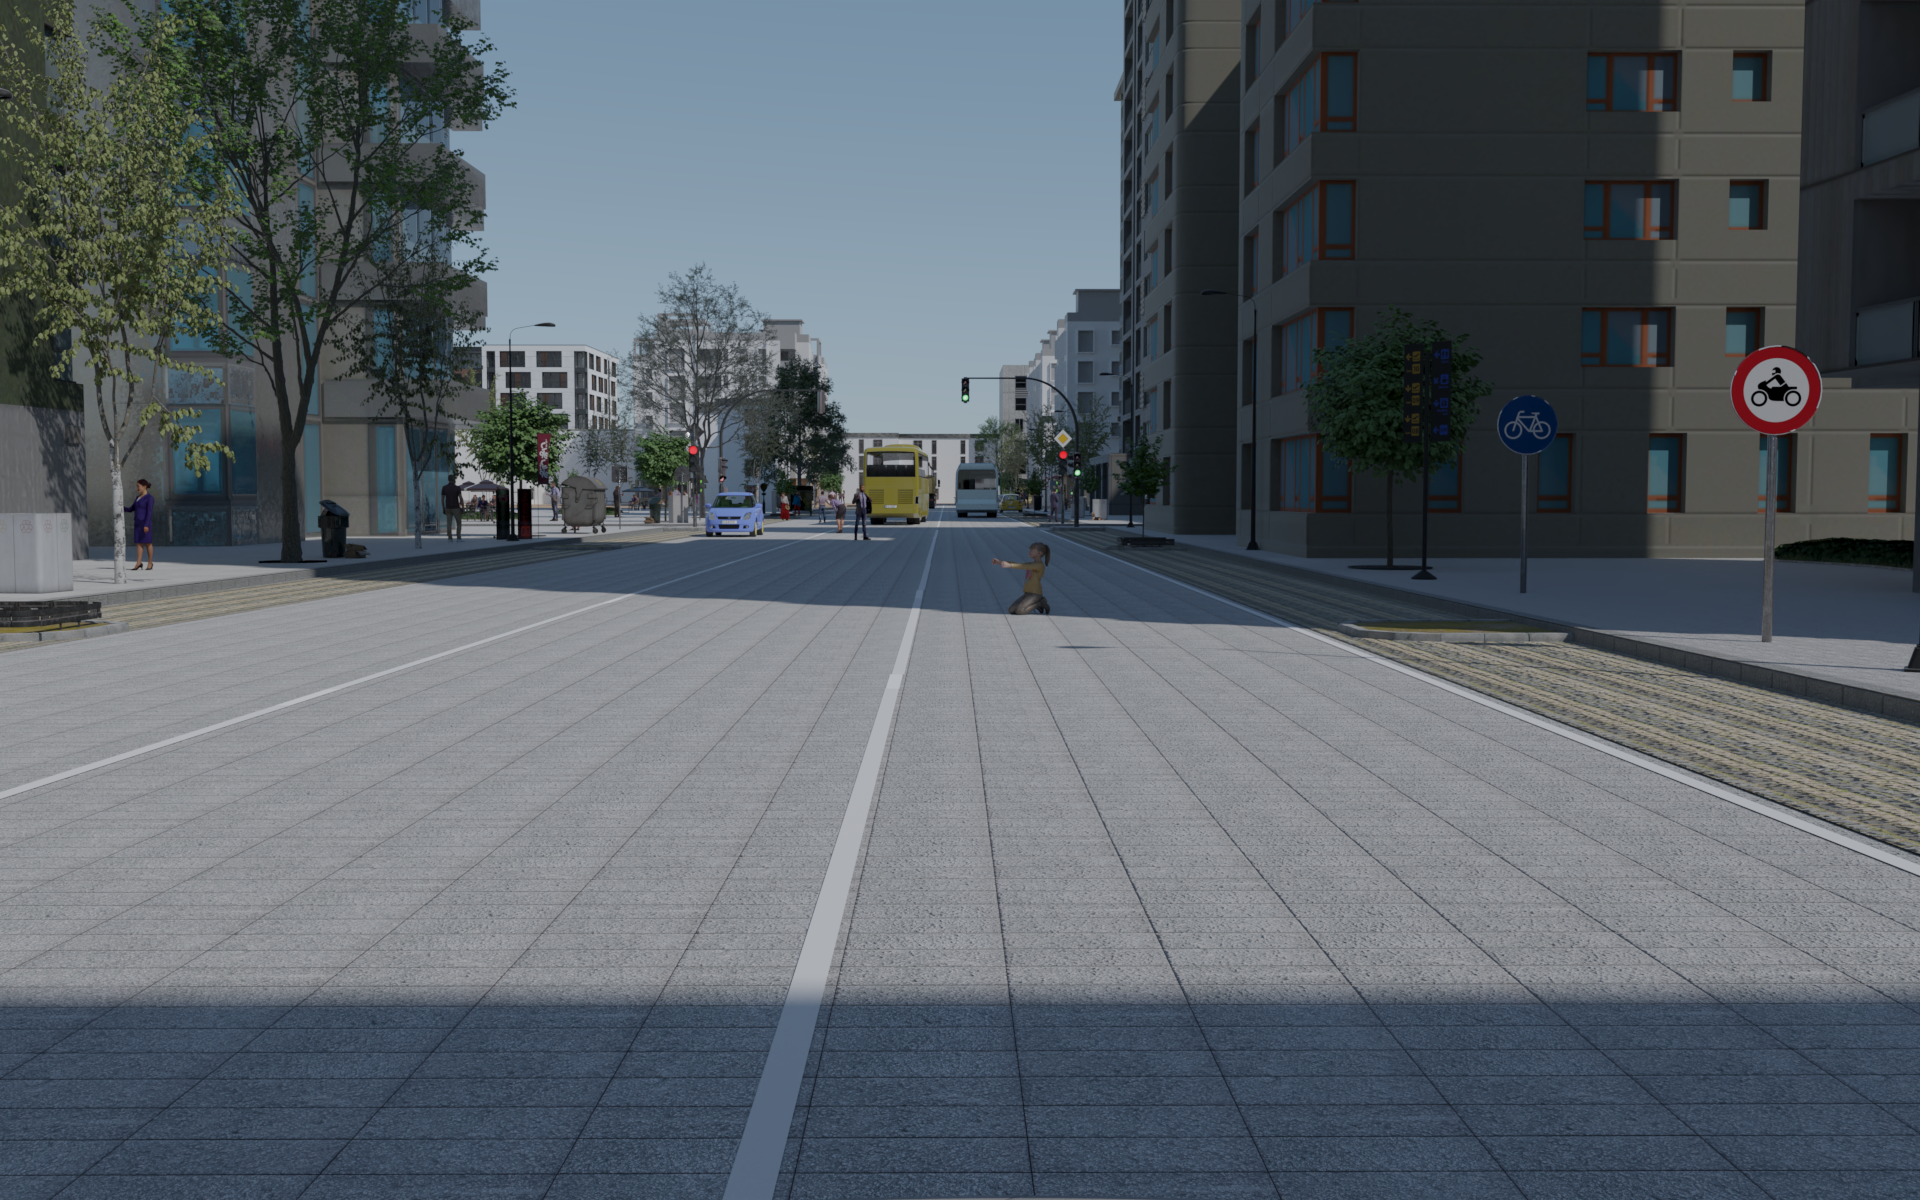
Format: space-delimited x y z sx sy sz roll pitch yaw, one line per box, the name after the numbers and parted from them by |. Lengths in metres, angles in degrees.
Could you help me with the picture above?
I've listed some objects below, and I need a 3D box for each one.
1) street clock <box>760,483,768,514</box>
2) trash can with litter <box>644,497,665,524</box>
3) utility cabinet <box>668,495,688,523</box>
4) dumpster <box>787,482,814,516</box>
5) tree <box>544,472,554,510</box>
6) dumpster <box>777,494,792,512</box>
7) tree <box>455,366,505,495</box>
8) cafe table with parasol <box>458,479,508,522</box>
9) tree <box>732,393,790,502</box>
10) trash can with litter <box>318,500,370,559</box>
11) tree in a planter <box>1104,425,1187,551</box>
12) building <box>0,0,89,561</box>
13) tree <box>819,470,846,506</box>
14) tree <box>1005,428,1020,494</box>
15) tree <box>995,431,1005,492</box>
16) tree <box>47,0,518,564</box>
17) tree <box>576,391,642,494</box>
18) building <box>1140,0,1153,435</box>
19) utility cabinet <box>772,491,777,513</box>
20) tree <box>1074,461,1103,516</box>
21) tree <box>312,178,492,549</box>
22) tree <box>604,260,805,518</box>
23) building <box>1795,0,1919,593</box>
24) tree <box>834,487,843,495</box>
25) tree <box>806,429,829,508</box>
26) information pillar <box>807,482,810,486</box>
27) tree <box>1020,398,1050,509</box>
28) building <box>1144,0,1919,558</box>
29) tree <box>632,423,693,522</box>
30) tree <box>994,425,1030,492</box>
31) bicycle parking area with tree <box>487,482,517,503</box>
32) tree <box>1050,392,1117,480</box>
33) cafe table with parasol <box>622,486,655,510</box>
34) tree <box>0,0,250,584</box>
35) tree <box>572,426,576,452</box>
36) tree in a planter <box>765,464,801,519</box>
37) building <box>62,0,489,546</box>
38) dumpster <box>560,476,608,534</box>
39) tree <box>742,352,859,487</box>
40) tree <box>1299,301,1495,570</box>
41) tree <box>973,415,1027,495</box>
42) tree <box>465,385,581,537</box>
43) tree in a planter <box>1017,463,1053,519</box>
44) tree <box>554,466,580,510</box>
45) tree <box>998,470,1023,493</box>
-12.738 -6.599 112.461 0.471 2.002 0.358 -1 4 -11 | street clock
-13.265 -3.891 75.001 0.624 1.170 1.055 1 4 15 | trash can with litter
-12.515 -4.023 76.940 0.306 1.237 1.020 2 4 33 | utility cabinet
-10.532 -6.611 113.044 1.985 2.255 1.502 0 4 -2 | dumpster
-32.532 -8.852 139.326 1.663 3.219 1.824 0 3 0 | tree
-12.820 -7.330 125.610 1.264 1.857 1.865 0 4 0 | dumpster
-27.388 -9.108 99.279 4.737 8.622 4.395 0 3 0 | tree
-25.508 -5.207 89.995 2.610 1.966 2.610 3 5 44 | cafe table with parasol
-13.918 -10.351 119.606 4.360 8.622 3.978 0 3 0 | tree
-12.334 -1.429 34.750 1.055 1.170 0.624 1 4 18 | trash can with litter
4.727 -2.894 44.544 1.991 3.239 1.994 0 4 0 | tree in a planter
-24.065 -15.563 26.161 14.160 30.474 14.107 0 4 0 | building
-13.624 -12.106 181.652 4.285 4.588 4.351 0 3 0 | tree
6.751 -11.650 140.834 4.737 8.622 4.395 0 3 0 | tree
5.743 -14.884 193.723 4.737 8.622 4.395 0 3 0 | tree
-12.380 -6.505 32.108 9.928 11.665 9.643 0 3 0 | tree
-24.346 -10.578 123.319 4.360 8.622 3.978 0 3 0 | tree
16.637 -24.590 85.634 14.086 41.232 14.154 0 4 0 | building
-12.473 -6.583 116.318 0.318 1.500 1.173 0 4 -4 | utility cabinet
7.399 -6.461 100.234 1.663 3.219 1.824 0 3 0 | tree
-12.730 -5.495 40.205 4.360 8.622 3.978 0 3 0 | tree
-13.801 -11.101 91.878 12.009 13.543 11.850 0 3 0 | tree
17.757 -20.478 18.417 14.154 41.232 14.086 0 4 0 | building
-13.870 -12.452 198.189 1.663 3.219 1.824 0 3 0 | tree
-13.338 -12.926 161.702 4.737 8.622 4.395 0 3 0 | tree
-12.881 -9.537 147.284 0.183 3.616 0.504 -3 4 -36 | information pillar
7.338 -11.189 133.310 4.737 8.622 4.395 0 3 0 | tree
20.641 -12.443 48.478 27.650 21.520 28.899 0 4 0 | building
-13.704 -5.909 80.321 4.285 4.588 4.351 0 3 0 | tree
5.742 -14.215 182.780 4.360 8.622 3.978 0 3 0 | tree
-40.073 -9.355 139.954 8.231 4.147 9.016 -1 4 -15 | bicycle parking area with tree
9.148 -10.586 123.437 4.737 8.622 4.395 0 3 0 | tree
-25.878 -8.228 139.395 2.610 1.966 2.610 0 4 -6 | cafe table with parasol
-11.939 -4.523 24.314 4.737 8.622 4.395 0 3 0 | tree
-30.559 -11.876 144.541 4.360 8.622 3.978 0 3 0 | tree
-10.266 -6.321 100.574 1.991 3.239 1.994 0 4 0 | tree in a planter
-30.637 -26.367 50.710 30.456 49.044 23.786 0 4 0 | building
-12.246 -3.093 56.334 1.264 1.857 1.865 0 4 -1 | dumpster
-12.929 -13.648 140.151 9.611 12.733 9.660 0 3 0 | tree
7.499 -2.817 29.772 4.285 4.588 4.351 0 3 0 | tree
5.277 -18.493 228.108 9.928 11.665 9.643 0 3 0 | tree
-13.201 -4.201 52.399 4.285 4.588 4.351 0 3 0 | tree
4.316 -6.293 100.119 1.991 3.239 1.994 0 4 0 | tree in a planter
-26.555 -7.580 118.536 1.663 3.219 1.824 0 3 0 | tree
6.076 -13.762 208.715 4.285 4.588 4.351 0 3 0 | tree
